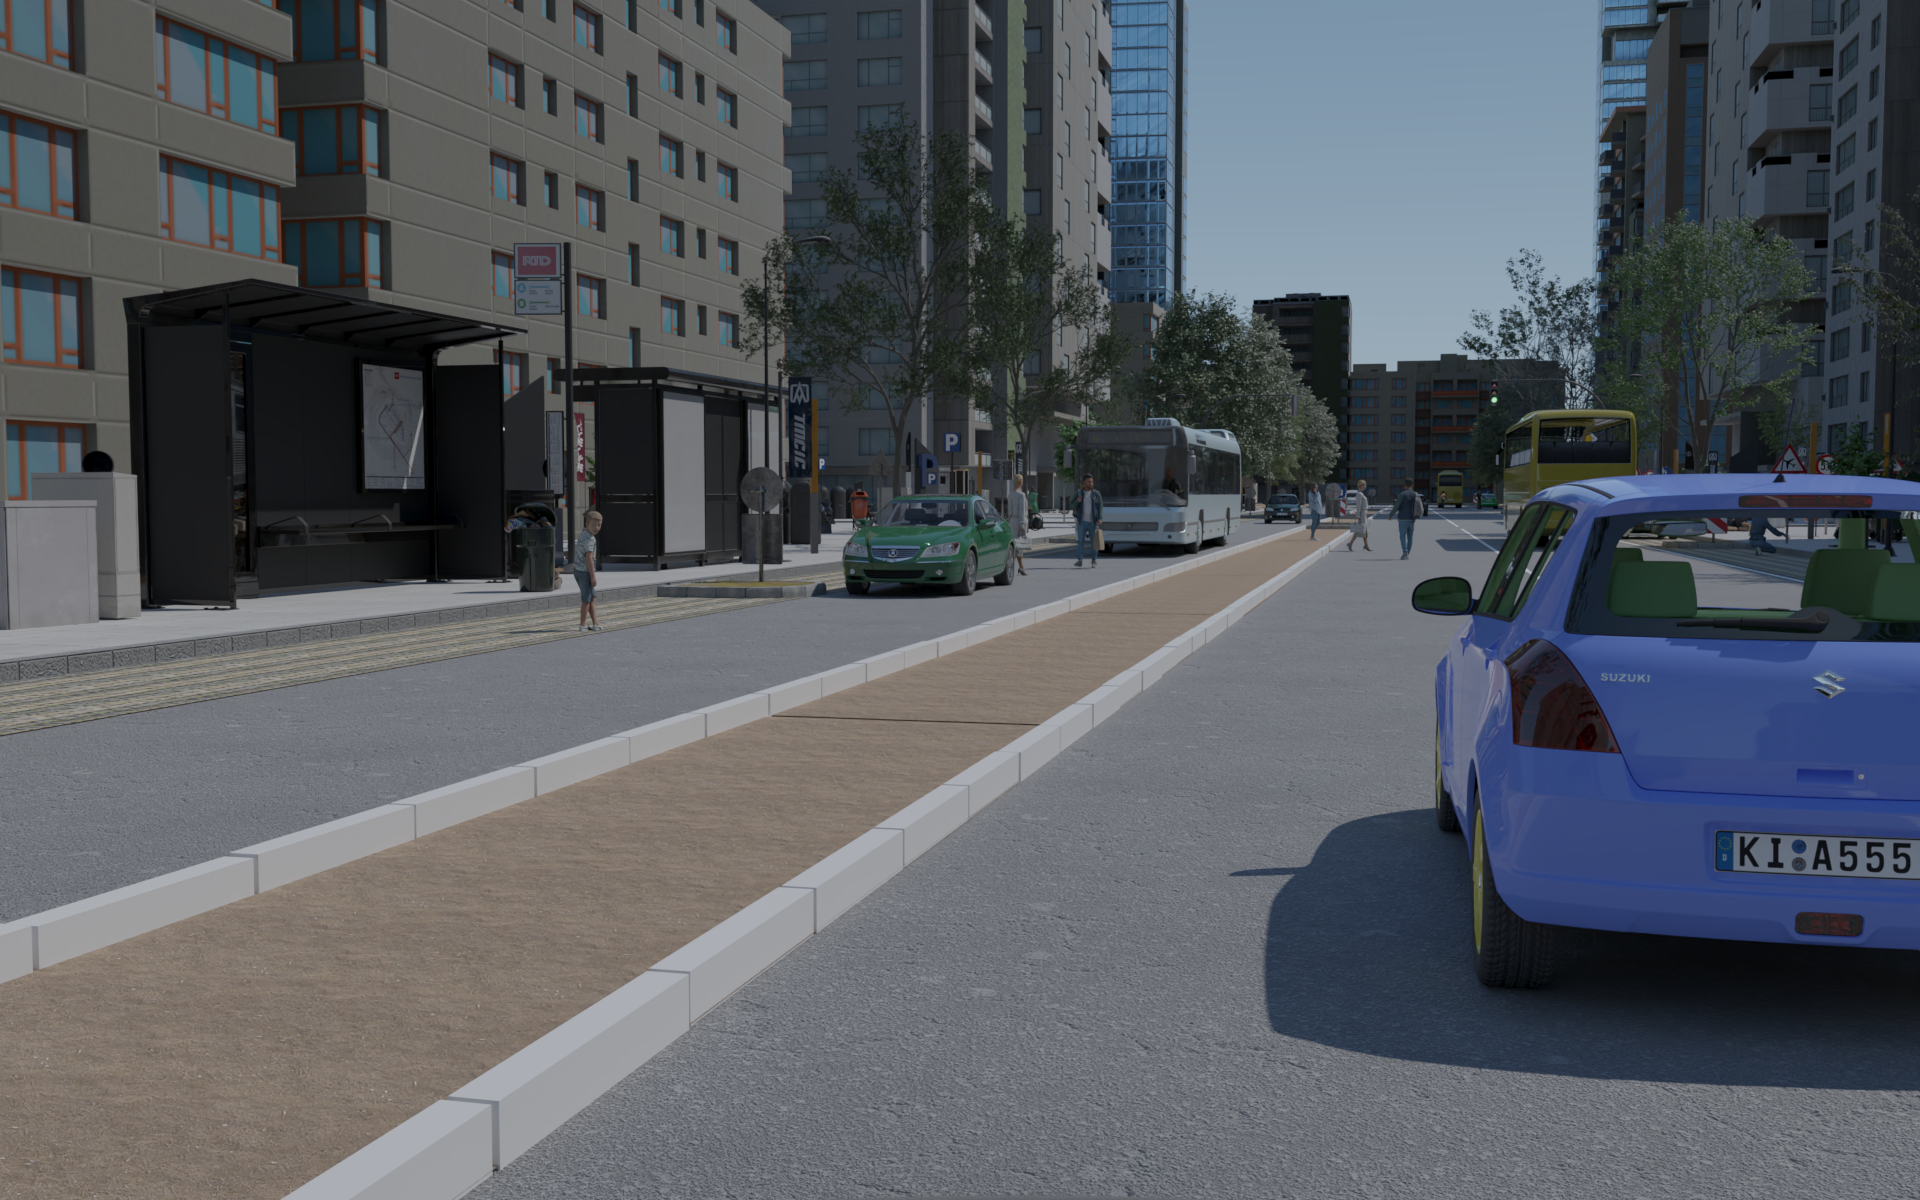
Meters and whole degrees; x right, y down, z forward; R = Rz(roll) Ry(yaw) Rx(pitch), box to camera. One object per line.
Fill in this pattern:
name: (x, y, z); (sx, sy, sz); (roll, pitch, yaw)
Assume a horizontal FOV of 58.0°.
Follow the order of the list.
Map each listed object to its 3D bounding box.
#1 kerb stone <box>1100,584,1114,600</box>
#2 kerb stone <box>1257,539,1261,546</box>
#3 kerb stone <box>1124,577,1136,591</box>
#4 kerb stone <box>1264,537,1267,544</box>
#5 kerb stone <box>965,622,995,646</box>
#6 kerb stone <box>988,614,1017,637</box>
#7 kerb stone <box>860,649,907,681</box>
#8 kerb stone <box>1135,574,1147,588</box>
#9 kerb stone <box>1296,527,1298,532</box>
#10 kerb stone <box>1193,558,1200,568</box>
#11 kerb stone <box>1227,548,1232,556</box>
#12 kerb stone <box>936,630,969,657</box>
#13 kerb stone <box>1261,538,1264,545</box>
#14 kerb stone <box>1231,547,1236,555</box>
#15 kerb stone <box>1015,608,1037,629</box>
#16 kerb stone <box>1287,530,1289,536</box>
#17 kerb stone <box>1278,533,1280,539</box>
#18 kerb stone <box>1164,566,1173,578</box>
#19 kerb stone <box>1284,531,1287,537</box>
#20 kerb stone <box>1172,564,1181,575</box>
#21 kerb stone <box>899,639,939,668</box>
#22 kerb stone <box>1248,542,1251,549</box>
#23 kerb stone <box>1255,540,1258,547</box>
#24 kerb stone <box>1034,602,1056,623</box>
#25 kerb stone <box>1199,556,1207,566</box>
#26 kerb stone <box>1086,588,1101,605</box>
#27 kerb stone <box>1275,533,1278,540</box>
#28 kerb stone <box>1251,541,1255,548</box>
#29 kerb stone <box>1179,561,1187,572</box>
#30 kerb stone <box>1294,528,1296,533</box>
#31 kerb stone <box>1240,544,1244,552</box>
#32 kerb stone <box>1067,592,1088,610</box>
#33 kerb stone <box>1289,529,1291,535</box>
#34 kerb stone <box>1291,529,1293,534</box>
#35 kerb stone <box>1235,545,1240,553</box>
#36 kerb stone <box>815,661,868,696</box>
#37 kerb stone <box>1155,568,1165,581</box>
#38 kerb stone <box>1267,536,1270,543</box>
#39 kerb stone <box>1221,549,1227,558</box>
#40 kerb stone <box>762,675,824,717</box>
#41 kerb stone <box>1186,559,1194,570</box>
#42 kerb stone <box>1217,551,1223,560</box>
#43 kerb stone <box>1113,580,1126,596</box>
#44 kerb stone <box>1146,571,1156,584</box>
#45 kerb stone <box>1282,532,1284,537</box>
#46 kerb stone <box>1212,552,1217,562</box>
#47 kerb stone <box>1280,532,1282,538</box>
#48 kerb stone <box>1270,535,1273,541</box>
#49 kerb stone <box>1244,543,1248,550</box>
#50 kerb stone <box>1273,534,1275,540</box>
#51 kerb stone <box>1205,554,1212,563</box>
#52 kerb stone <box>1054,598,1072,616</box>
kerb stone: (1.916, -0.082, 23.530); (0.120, 0.150, 1.000); (1, 4, 14)
kerb stone: (8.054, -1.537, 47.357); (0.120, 0.150, 1.000); (1, 4, 14)
kerb stone: (2.427, -0.200, 25.521); (0.120, 0.150, 1.000); (1, 4, 14)
kerb stone: (8.571, -1.660, 49.339); (0.120, 0.150, 1.000); (1, 4, 14)
kerb stone: (0.135, 0.350, 16.597); (0.120, 0.150, 1.000); (1, 4, 14)
kerb stone: (0.383, 0.282, 17.590); (0.120, 0.150, 1.000); (1, 4, 14)
kerb stone: (-0.637, 0.525, 13.618); (0.120, 0.150, 1.000); (1, 4, 14)
kerb stone: (2.688, -0.264, 26.519); (0.120, 0.150, 1.000); (1, 4, 14)
kerb stone: (12.161, -2.509, 63.225); (0.120, 0.150, 1.000); (1, 4, 14)
kerb stone: (4.473, -0.689, 33.466); (0.120, 0.150, 1.000); (1, 4, 14)
kerb stone: (6.017, -1.054, 39.426); (0.120, 0.150, 1.000); (1, 4, 14)
kerb stone: (-0.119, 0.410, 15.606); (0.120, 0.150, 1.000); (1, 4, 14)
kerb stone: (8.321, -1.587, 48.344); (0.120, 0.150, 1.000); (1, 4, 14)
kerb stone: (6.268, -1.108, 40.419); (0.120, 0.150, 1.000); (1, 4, 14)
kerb stone: (0.638, 0.224, 18.580); (0.120, 0.150, 1.000); (1, 4, 14)
kerb stone: (10.879, -2.206, 58.257); (0.120, 0.150, 1.000); (1, 4, 14)
kerb stone: (9.850, -1.963, 54.298); (0.120, 0.150, 1.000); (1, 4, 14)
kerb stone: (3.454, -0.447, 29.502); (0.120, 0.150, 1.000); (1, 4, 14)
kerb stone: (10.618, -2.145, 57.269); (0.120, 0.150, 1.000); (1, 4, 14)
kerb stone: (3.716, -0.506, 30.490); (0.120, 0.150, 1.000); (1, 4, 14)
kerb stone: (-0.385, 0.464, 14.615); (0.120, 0.150, 1.000); (1, 4, 14)
kerb stone: (7.299, -1.357, 44.379); (0.120, 0.150, 1.000); (1, 4, 14)
kerb stone: (7.802, -1.478, 46.362); (0.120, 0.150, 1.000); (1, 4, 14)
kerb stone: (0.898, 0.161, 19.569); (0.120, 0.150, 1.000); (1, 4, 14)
kerb stone: (4.739, -0.750, 34.463); (0.120, 0.150, 1.000); (1, 4, 14)
kerb stone: (1.660, -0.021, 22.541); (0.120, 0.150, 1.000); (1, 4, 14)
kerb stone: (9.598, -1.903, 53.305); (0.120, 0.150, 1.000); (1, 4, 14)
kerb stone: (7.552, -1.417, 45.370); (0.120, 0.150, 1.000); (1, 4, 14)
kerb stone: (3.963, -0.568, 31.486); (0.120, 0.150, 1.000); (1, 4, 14)
kerb stone: (11.900, -2.449, 62.236); (0.120, 0.150, 1.000); (1, 4, 14)
kerb stone: (6.789, -1.236, 42.399); (0.120, 0.150, 1.000); (1, 4, 14)
kerb stone: (1.408, 0.039, 21.550); (0.120, 0.150, 1.000); (1, 4, 14)
kerb stone: (11.133, -2.267, 59.254); (0.120, 0.150, 1.000); (1, 4, 14)
kerb stone: (11.387, -2.318, 60.250); (0.120, 0.150, 1.000); (1, 4, 14)
kerb stone: (6.527, -1.174, 41.410); (0.120, 0.150, 1.000); (1, 4, 14)
kerb stone: (-0.897, 0.589, 12.627); (0.120, 0.150, 1.000); (1, 4, 14)
kerb stone: (3.205, -0.386, 28.510); (0.120, 0.150, 1.000); (1, 4, 14)
kerb stone: (8.833, -1.721, 50.330); (0.120, 0.150, 1.000); (1, 4, 14)
kerb stone: (5.760, -0.991, 38.436); (0.120, 0.150, 1.000); (1, 4, 14)
kerb stone: (-1.151, 0.647, 11.624); (0.120, 0.150, 1.000); (1, 4, 14)
kerb stone: (4.224, -0.629, 32.474); (0.120, 0.150, 1.000); (1, 4, 14)
kerb stone: (5.512, -0.932, 37.442); (0.120, 0.150, 1.000); (1, 4, 14)
kerb stone: (2.171, -0.143, 24.527); (0.120, 0.150, 1.000); (1, 4, 14)
kerb stone: (2.941, -0.325, 27.510); (0.120, 0.150, 1.000); (1, 4, 14)
kerb stone: (10.361, -2.085, 56.277); (0.120, 0.150, 1.000); (1, 4, 14)
kerb stone: (5.247, -0.872, 36.449); (0.120, 0.150, 1.000); (1, 4, 14)
kerb stone: (10.109, -2.022, 55.287); (0.120, 0.150, 1.000); (1, 4, 14)
kerb stone: (9.090, -1.779, 51.319); (0.120, 0.150, 1.000); (1, 4, 14)
kerb stone: (7.040, -1.296, 43.390); (0.120, 0.150, 1.000); (1, 4, 14)
kerb stone: (9.338, -1.842, 52.311); (0.120, 0.150, 1.000); (1, 4, 14)
kerb stone: (4.993, -0.809, 35.454); (0.120, 0.150, 1.000); (1, 4, 14)
kerb stone: (1.146, 0.109, 20.561); (0.120, 0.150, 1.000); (1, 4, 14)
